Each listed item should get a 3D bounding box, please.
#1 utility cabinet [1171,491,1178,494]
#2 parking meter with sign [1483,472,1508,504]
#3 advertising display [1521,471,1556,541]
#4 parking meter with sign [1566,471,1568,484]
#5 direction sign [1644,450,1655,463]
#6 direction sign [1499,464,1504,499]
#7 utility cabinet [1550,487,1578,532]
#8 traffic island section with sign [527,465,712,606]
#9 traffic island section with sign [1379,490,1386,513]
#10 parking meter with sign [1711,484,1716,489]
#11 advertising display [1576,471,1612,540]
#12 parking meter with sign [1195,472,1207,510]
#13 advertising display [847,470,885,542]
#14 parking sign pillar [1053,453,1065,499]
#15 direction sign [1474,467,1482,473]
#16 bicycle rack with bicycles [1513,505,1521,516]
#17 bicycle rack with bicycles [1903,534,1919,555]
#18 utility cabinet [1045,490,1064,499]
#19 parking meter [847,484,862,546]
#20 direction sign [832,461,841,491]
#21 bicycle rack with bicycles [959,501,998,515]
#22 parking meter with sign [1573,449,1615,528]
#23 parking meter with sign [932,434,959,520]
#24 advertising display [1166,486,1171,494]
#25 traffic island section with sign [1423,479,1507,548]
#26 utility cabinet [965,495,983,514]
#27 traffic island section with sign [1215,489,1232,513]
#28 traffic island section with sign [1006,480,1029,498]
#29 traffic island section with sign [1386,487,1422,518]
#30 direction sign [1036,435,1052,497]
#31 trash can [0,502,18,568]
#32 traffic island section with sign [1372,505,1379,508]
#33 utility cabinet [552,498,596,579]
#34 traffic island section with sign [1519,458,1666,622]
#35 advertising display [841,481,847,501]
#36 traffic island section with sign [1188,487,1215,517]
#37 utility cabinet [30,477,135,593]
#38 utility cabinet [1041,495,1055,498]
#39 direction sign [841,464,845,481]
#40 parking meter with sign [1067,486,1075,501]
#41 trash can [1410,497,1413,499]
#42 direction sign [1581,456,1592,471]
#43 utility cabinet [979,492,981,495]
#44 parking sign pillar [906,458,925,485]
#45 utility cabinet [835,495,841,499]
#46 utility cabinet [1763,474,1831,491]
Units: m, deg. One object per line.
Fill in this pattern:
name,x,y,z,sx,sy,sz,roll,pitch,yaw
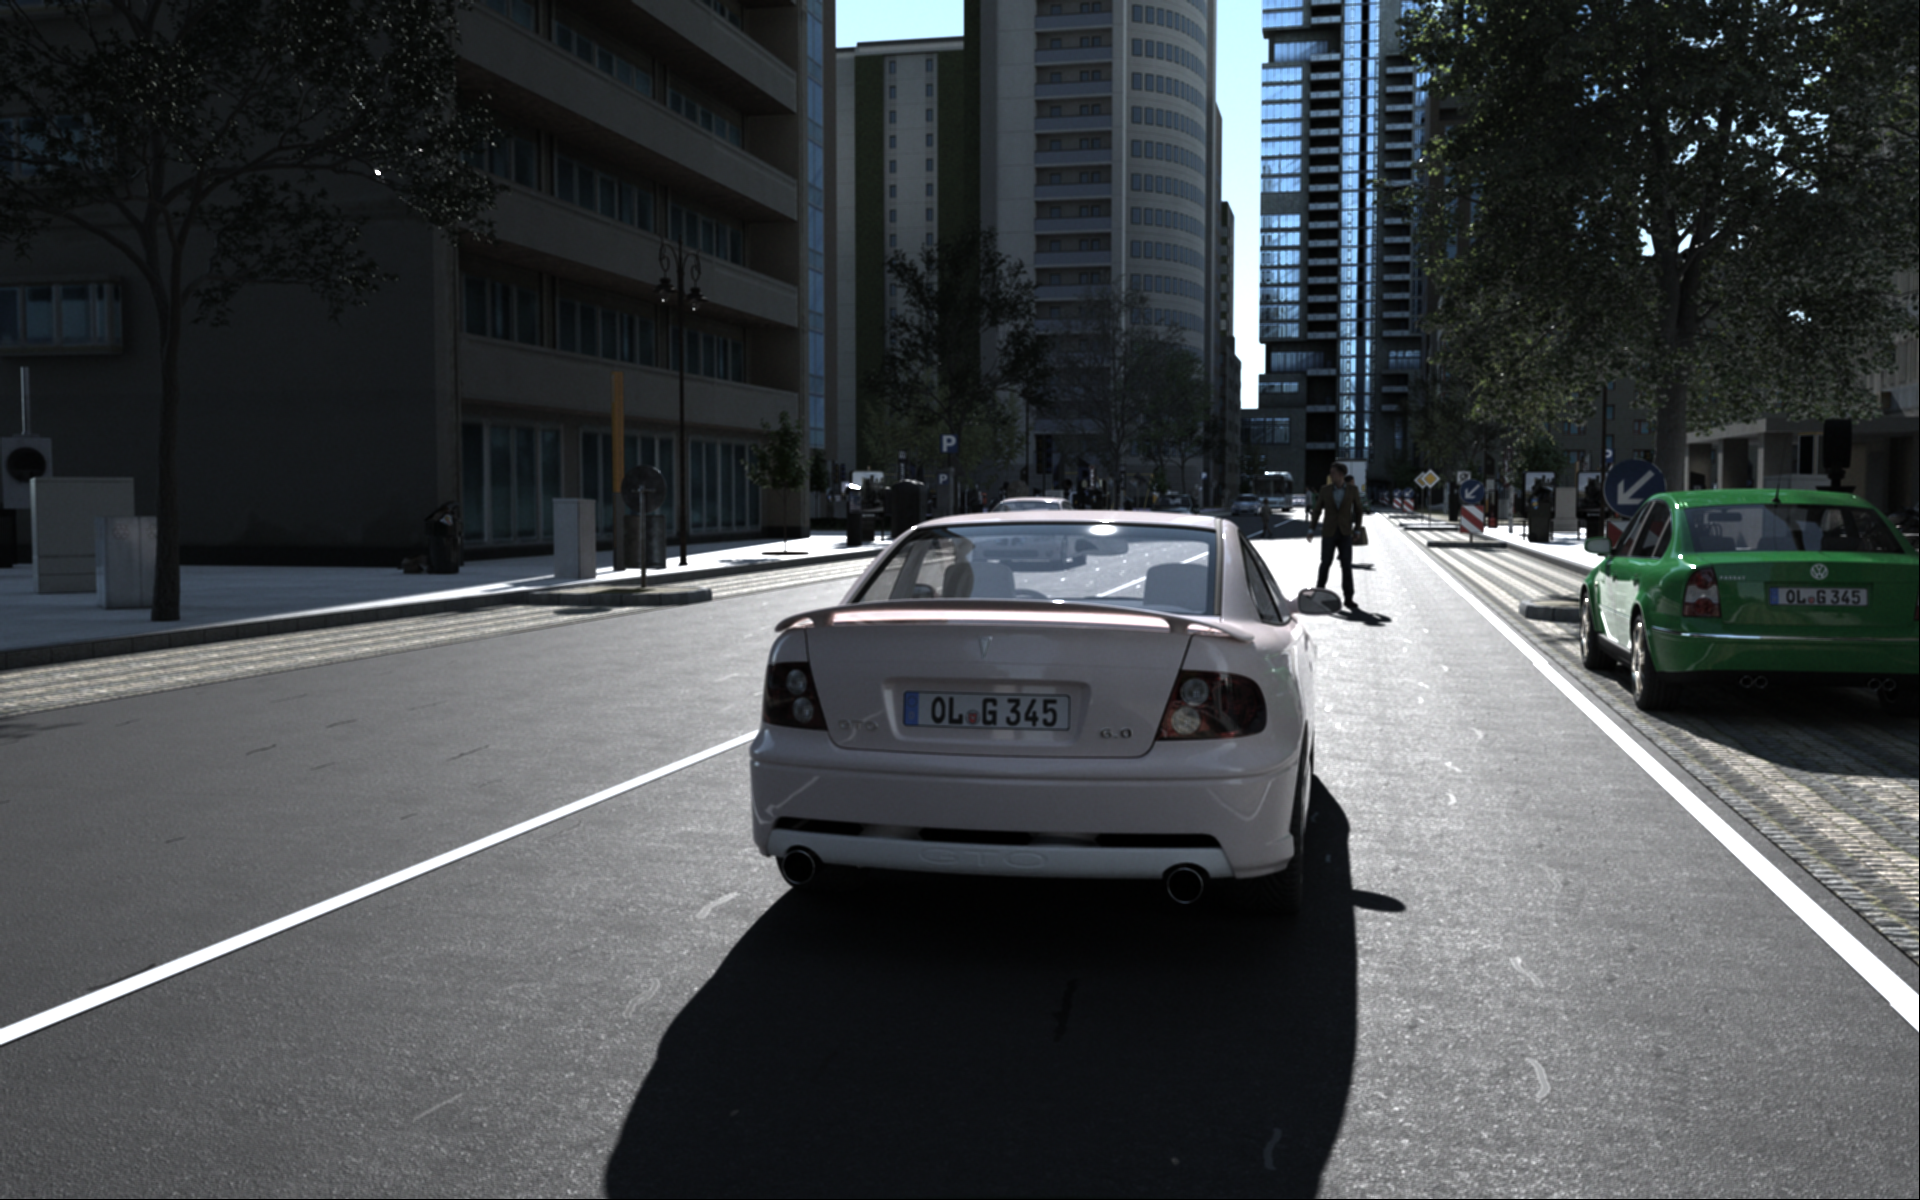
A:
utility cabinet,18.057,-8.521,148.000,1.173,1.500,0.318,-2,4,-26
parking meter with sign,34.324,-7.056,111.631,1.738,3.016,0.543,2,4,25
advertising display,15.897,-2.592,47.593,0.974,1.923,0.123,-1,4,-13
parking meter with sign,47.520,-8.370,133.112,1.738,3.016,0.543,1,4,22
direction sign,35.627,-5.946,89.215,0.876,3.537,0.379,3,5,41
direction sign,41.344,-8.544,131.696,0.876,3.537,0.379,-1,4,-20
utility cabinet,19.820,-2.975,57.322,1.173,1.500,0.318,0,4,-1
traffic island section with sign,-4.404,-0.881,23.032,1.989,1.847,2.006,1,4,13
traffic island section with sign,32.262,-7.318,128.277,1.989,1.847,2.006,1,4,13
parking meter with sign,54.741,-7.957,126.353,1.738,3.016,0.543,3,5,44
advertising display,17.521,-2.610,47.881,0.123,1.923,0.974,-3,5,-44
parking meter with sign,19.328,-8.786,139.905,0.543,3.016,1.738,-1,4,-17
advertising display,-2.492,-2.534,46.642,0.974,1.923,0.123,-1,4,-22
parking sign pillar,6.482,-7.656,113.655,1.447,3.967,1.447,1,4,20
direction sign,42.389,-9.191,142.274,0.876,3.537,0.379,0,4,4
bicycle rack with bicycles,31.745,-5.390,101.504,2.852,0.926,2.925,0,4,1
bicycle rack with bicycles,15.053,-0.934,28.651,2.852,0.926,2.925,-1,4,-14
utility cabinet,5.150,-5.280,95.005,0.318,1.500,1.173,-3,5,-44
parking meter,-2.611,-2.101,42.757,0.372,1.533,0.369,0,3,0
direction sign,-7.433,-6.716,101.805,0.379,3.537,0.876,0,4,5
bicycle rack with bicycles,1.115,-4.812,92.055,2.852,0.926,2.925,0,4,-4
parking meter with sign,24.186,-4.264,65.975,1.738,3.016,0.543,-3,4,-37
parking meter with sign,-0.448,-3.264,49.624,0.543,3.016,1.738,1,4,9
advertising display,15.994,-7.868,133.851,0.123,1.923,0.974,3,5,40
traffic island section with sign,13.643,-2.329,46.701,1.989,1.847,2.006,1,4,13
utility cabinet,0.940,-6.116,111.162,1.020,1.237,0.306,-1,4,-14
traffic island section with sign,20.034,-7.422,129.978,1.989,1.847,2.006,1,4,13
traffic island section with sign,1.601,-2.488,49.312,1.989,1.847,2.006,1,4,13
traffic island section with sign,26.274,-5.710,101.993,1.989,1.847,2.006,1,4,13
direction sign,3.259,-4.593,67.097,0.379,3.537,0.876,-3,4,-38
trash can,-16.726,-1.127,30.079,0.748,1.137,0.748,0,3,0
traffic island section with sign,43.379,-10.290,176.868,1.989,1.847,2.006,1,4,13
utility cabinet,-5.909,-0.943,26.574,0.306,1.237,1.020,-2,4,-35
traffic island section with sign,7.554,-0.696,20.011,1.989,1.847,2.006,1,4,13
advertising display,-5.337,-4.783,83.409,0.974,1.923,0.123,2,4,35
traffic island section with sign,13.994,-5.810,103.618,1.989,1.847,2.006,1,4,13
utility cabinet,-11.459,-0.854,22.649,1.173,1.500,0.318,-3,5,-40
utility cabinet,4.033,-4.418,83.403,1.020,1.237,0.306,2,4,25
direction sign,-9.031,-8.429,129.804,0.876,3.537,0.379,-1,4,-14
parking meter with sign,9.919,-9.679,154.513,1.738,3.016,0.543,1,4,18
trash can,38.490,-8.275,146.947,0.748,1.137,0.748,0,3,0
direction sign,37.203,-6.783,102.898,0.379,3.537,0.876,-2,4,-24
utility cabinet,1.294,-8.830,153.048,1.173,1.500,0.318,-3,4,-36
parking sign pillar,-3.366,-8.762,131.737,1.447,3.967,1.447,1,4,22
utility cabinet,-8.294,-6.336,114.754,1.020,1.237,0.306,-2,4,-29
utility cabinet,9.340,-0.654,19.376,1.173,1.500,0.318,-3,5,-44
